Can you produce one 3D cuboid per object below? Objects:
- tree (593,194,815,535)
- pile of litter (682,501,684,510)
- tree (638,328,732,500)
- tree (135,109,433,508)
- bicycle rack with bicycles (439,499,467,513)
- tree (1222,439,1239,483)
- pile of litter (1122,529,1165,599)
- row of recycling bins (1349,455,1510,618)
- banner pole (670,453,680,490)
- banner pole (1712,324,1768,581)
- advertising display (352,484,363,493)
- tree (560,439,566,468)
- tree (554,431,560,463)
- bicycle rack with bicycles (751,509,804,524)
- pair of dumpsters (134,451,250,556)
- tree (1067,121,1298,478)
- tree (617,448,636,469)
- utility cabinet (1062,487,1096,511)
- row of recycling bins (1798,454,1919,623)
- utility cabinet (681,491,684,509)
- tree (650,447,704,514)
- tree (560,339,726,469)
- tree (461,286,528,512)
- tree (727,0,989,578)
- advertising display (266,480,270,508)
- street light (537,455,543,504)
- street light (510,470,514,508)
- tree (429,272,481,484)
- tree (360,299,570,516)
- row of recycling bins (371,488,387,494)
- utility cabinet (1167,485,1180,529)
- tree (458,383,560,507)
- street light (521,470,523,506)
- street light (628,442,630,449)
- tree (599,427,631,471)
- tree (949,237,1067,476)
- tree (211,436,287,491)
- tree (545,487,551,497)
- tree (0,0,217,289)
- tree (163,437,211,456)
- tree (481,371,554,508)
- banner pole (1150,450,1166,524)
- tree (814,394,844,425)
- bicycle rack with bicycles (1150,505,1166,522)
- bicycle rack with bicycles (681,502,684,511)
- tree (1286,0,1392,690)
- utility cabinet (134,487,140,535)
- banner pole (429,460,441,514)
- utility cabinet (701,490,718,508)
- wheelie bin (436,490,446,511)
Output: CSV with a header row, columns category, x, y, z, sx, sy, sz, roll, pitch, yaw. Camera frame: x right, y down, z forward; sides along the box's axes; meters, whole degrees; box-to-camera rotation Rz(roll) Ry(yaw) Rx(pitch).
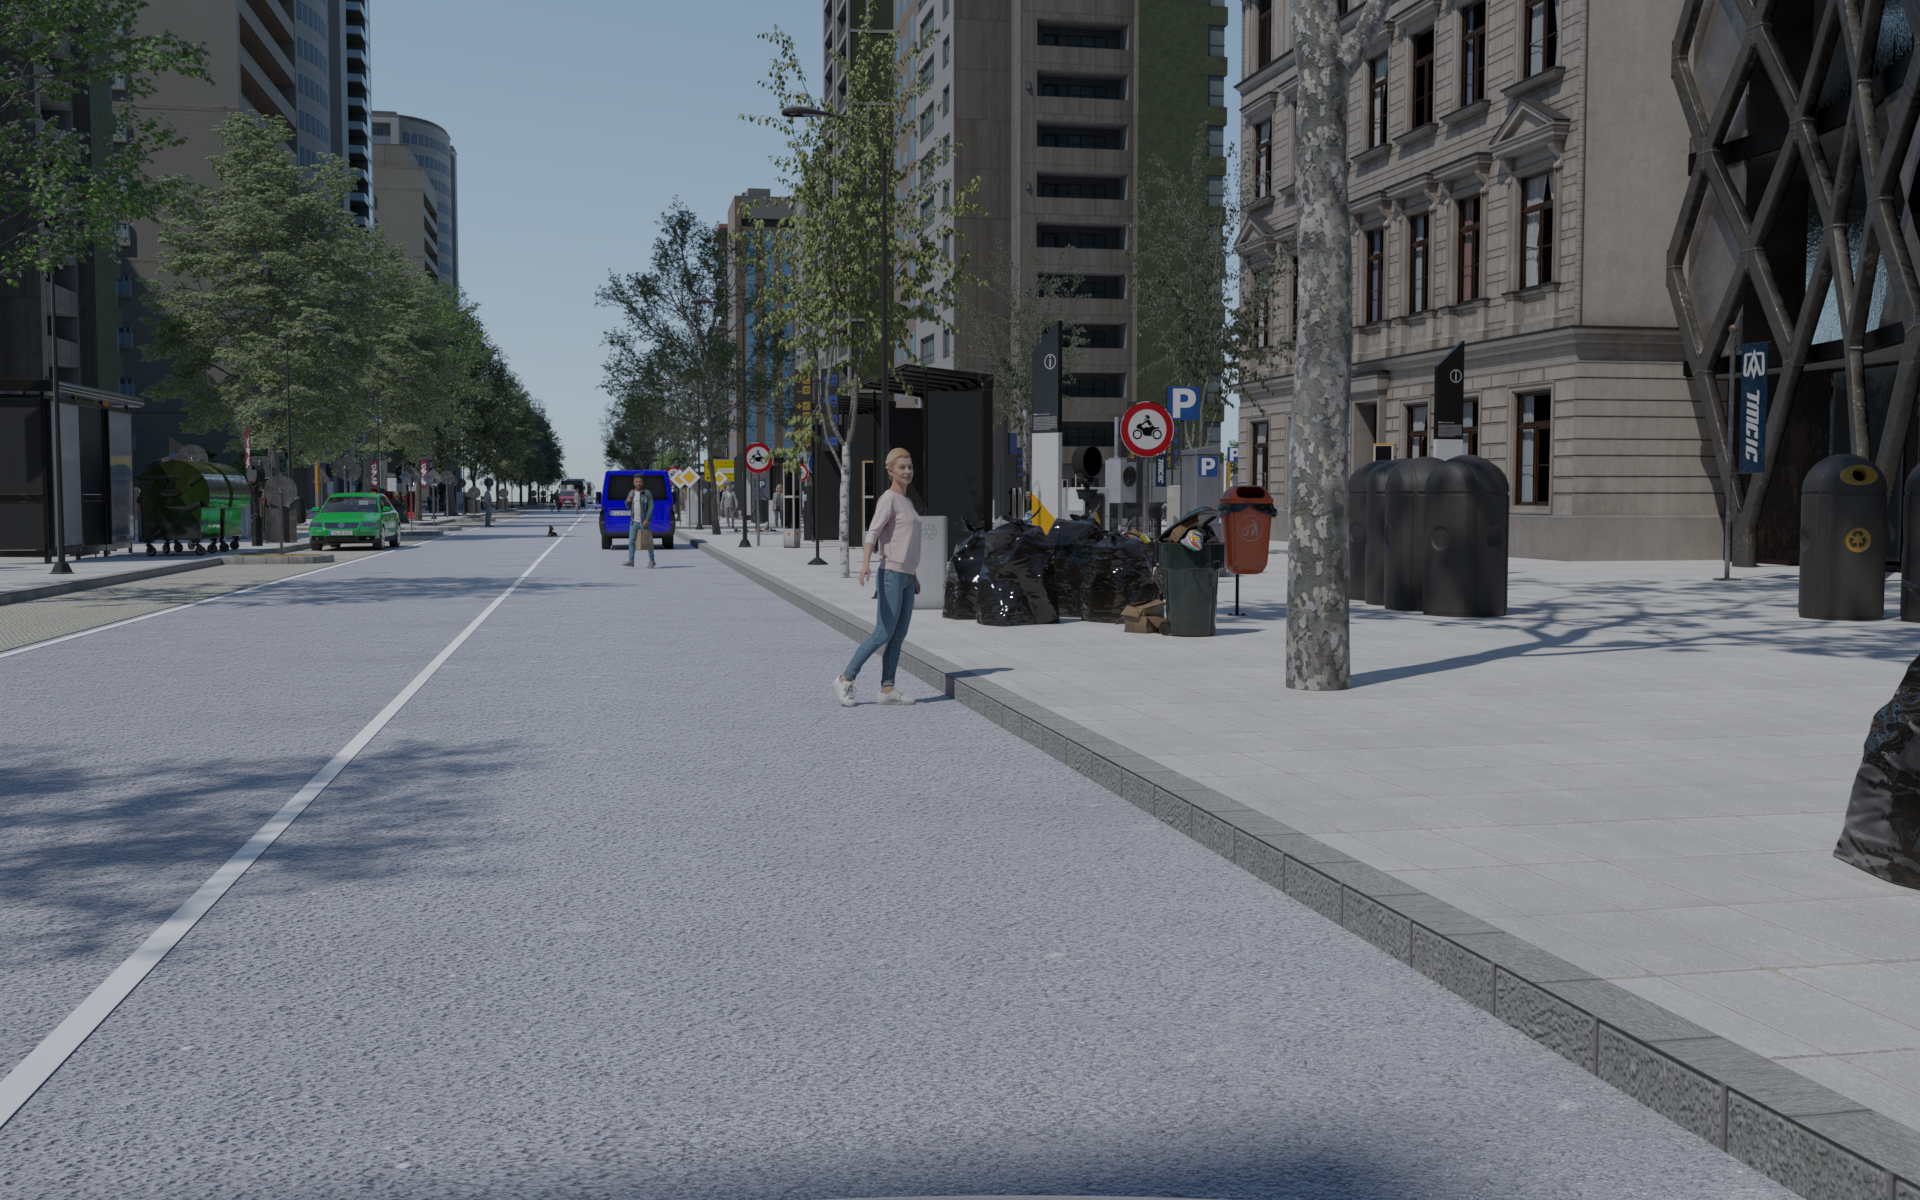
category,x,y,z,sx,sy,sz,roll,pitch,yaw
tree,-8.050,-7.347,54.535,7.601,10.594,8.767,0,4,-2
pile of litter,-21.241,-7.441,135.619,1.719,0.858,1.176,3,4,38
tree,-11.717,-7.561,73.989,4.360,8.622,3.978,0,3,0
tree,-20.821,-8.205,52.286,7.486,12.596,7.792,0,3,0
bicycle rack with bicycles,-35.229,-6.567,120.747,2.852,0.926,2.925,0,4,5
tree,14.548,-6.241,85.761,4.285,4.588,4.351,0,3,0
pile of litter,2.203,-0.462,21.511,1.719,0.858,1.176,2,4,28
row of recycling bins,5.204,-0.767,19.649,1.069,1.692,3.534,0,4,-4
banner pole,-17.377,-7.057,105.397,0.863,3.779,0.401,-3,5,-43
banner pole,11.501,-2.167,25.440,0.401,3.779,0.863,-2,4,-24
advertising display,-39.710,-6.673,114.315,0.974,1.923,0.123,0,4,-1
tree,-61.551,-20.578,254.573,7.486,12.596,7.792,0,3,0
tree,-50.697,-17.121,198.060,7.486,12.596,7.792,0,3,0
bicycle rack with bicycles,-7.341,-3.735,74.450,2.925,0.926,2.852,0,4,2
pair of dumpsters,-16.636,-2.147,37.603,1.574,2.255,4.437,-1,4,-11
tree,5.057,-5.196,35.325,4.360,8.622,3.978,0,3,0
tree,-35.395,-14.826,192.765,4.737,8.622,4.395,0,3,0
utility cabinet,3.937,-2.988,57.533,1.173,1.500,0.318,-2,4,-25
row of recycling bins,10.185,-0.609,17.070,3.534,1.692,1.069,3,4,38
utility cabinet,-22.354,-7.873,137.403,1.173,1.500,0.318,3,5,43
tree,-18.212,-7.812,111.440,4.285,4.588,4.351,0,3,0
tree,-22.019,-13.446,130.209,12.009,13.543,11.850,0,3,0
tree,-25.647,-9.563,82.107,9.928,11.665,9.643,0,3,0
tree,-1.689,-4.657,26.506,4.737,8.622,4.395,0,3,0
advertising display,-30.896,-4.434,77.712,0.123,1.923,0.974,-3,5,-39
street light,-49.998,-14.146,203.832,1.470,5.913,1.316,-1,4,-12
street light,-37.561,-10.390,142.416,1.470,5.913,1.316,-1,4,-12
tree,-24.607,-9.465,72.882,7.486,12.596,7.792,0,3,0
tree,-29.702,-11.214,100.349,9.611,12.733,9.660,0,3,0
row of recycling bins,-41.219,-6.973,121.118,3.534,1.692,1.069,3,4,37
utility cabinet,5.894,-2.179,44.313,1.173,1.500,0.318,2,4,25
tree,-45.795,-16.118,173.903,12.009,13.543,11.850,0,3,0
street light,-41.626,-11.645,162.944,1.470,5.913,1.316,-1,4,-12
street light,-26.406,-10.409,142.725,1.470,5.913,1.316,-1,4,-12
tree,-46.602,-19.474,244.147,9.928,11.665,9.643,0,3,0
tree,1.918,-6.025,48.873,4.360,8.622,3.978,0,3,0
tree,-38.481,-6.816,95.152,4.285,4.588,4.351,0,3,0
tree,-65.577,-19.859,275.048,4.737,8.622,4.395,0,3,0
tree,-13.221,-5.831,21.086,9.928,11.665,9.643,0,3,0
tree,-44.527,-7.142,100.477,4.285,4.588,4.351,0,3,0
tree,-40.902,-14.462,154.575,7.486,12.596,7.792,0,3,0
banner pole,8.396,-5.121,73.751,0.863,3.779,0.401,0,4,-1
tree,-8.772,-10.369,119.898,4.360,8.622,3.978,0,3,0
bicycle rack with bicycles,9.509,-4.185,81.802,2.925,0.926,2.852,3,5,41
bicycle rack with bicycles,-19.096,-6.750,123.738,2.852,0.926,2.925,1,4,23
tree,1.450,-9.409,9.719,12.611,20.169,13.585,0,3,0
utility cabinet,-25.338,-2.703,52.875,0.318,1.500,1.173,-1,4,-12
banner pole,-34.239,-7.514,112.873,0.401,3.779,0.863,3,4,38
utility cabinet,-14.852,-5.760,102.857,1.173,1.500,0.318,0,4,-3
wheelie bin,-38.285,-7.340,127.910,0.693,1.594,0.980,0,4,-4
